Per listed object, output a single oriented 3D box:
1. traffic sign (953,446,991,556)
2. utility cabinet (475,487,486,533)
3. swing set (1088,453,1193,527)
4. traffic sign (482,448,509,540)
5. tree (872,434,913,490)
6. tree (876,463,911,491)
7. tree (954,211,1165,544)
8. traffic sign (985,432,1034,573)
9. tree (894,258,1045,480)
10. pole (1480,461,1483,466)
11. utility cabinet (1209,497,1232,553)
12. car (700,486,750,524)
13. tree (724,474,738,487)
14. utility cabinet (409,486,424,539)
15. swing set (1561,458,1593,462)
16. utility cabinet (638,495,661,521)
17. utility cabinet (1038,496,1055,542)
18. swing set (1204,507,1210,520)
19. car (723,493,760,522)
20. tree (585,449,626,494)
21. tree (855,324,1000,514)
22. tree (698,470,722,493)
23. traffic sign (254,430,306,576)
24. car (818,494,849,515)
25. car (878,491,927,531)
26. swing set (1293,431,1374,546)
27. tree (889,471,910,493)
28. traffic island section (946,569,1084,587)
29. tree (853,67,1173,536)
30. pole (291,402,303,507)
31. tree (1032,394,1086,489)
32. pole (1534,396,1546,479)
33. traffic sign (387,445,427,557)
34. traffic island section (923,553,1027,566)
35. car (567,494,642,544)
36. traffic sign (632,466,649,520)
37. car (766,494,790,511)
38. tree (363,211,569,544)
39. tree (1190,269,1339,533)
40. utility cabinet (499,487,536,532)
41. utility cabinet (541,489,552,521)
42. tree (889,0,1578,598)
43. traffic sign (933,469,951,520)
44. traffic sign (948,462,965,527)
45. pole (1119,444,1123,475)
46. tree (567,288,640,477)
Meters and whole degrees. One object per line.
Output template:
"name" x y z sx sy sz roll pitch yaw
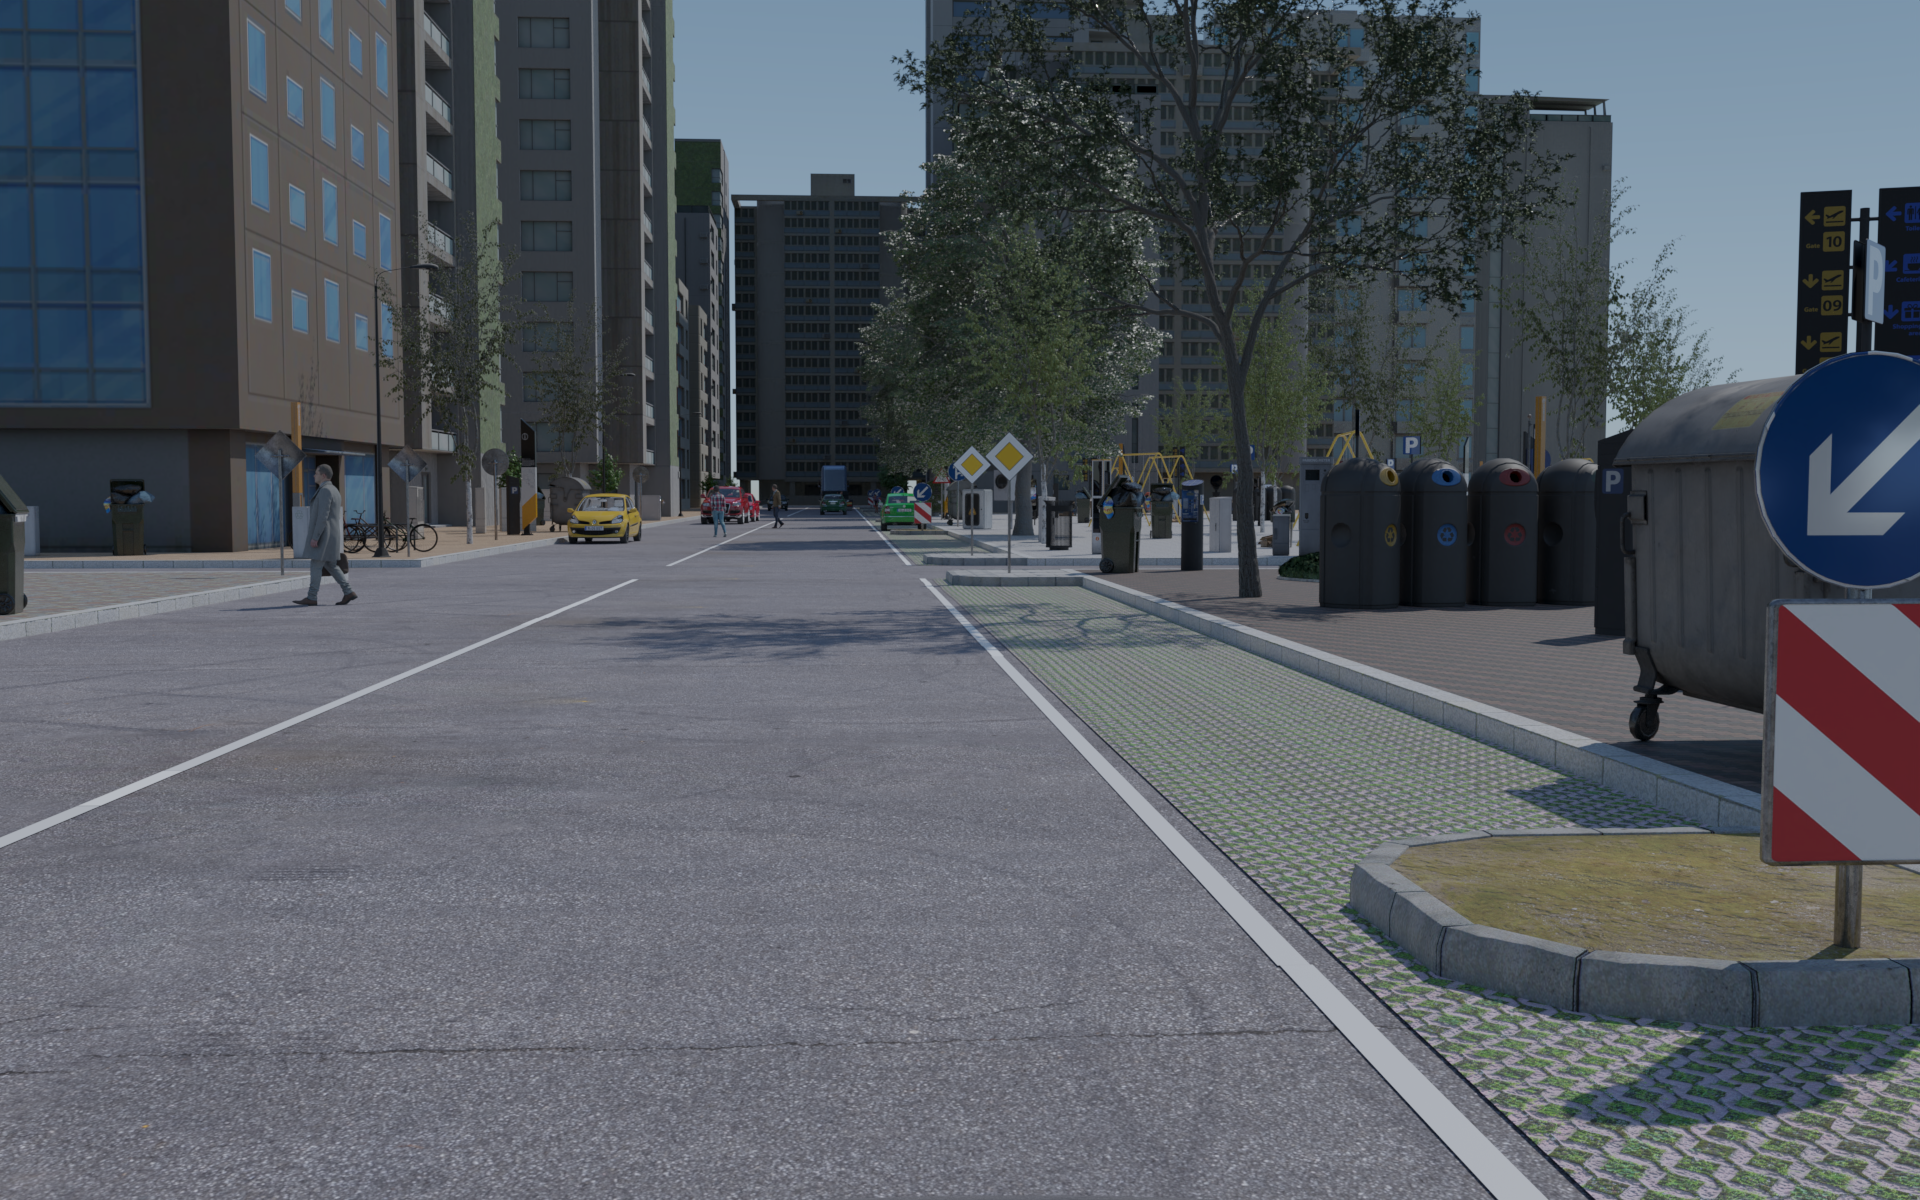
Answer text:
"traffic sign" 0.247 -1.977 35.964 0.795 2.450 0.064 0 4 -4
"utility cabinet" -15.665 -2.929 56.571 0.318 1.500 1.173 -1 4 -13
"swing set" 6.948 -4.229 66.763 2.862 2.851 3.119 -2 4 -26
"traffic sign" -12.920 -2.939 48.158 0.768 2.556 0.104 0 4 1
"tree" -5.615 -12.356 152.384 4.737 8.622 4.395 0 3 0
"tree" -6.082 -10.739 159.302 4.285 4.588 4.351 0 3 0
"tree" 2.079 -5.740 44.208 4.737 8.622 4.395 0 3 0
"traffic sign" 0.795 -1.490 27.998 0.795 2.450 0.064 0 4 -4
"tree" 0.661 -9.768 77.832 7.486 12.596 7.792 0 3 0
"pole" 32.374 -6.962 107.671 0.158 3.312 0.155 0 3 0
"utility cabinet" 5.770 -1.668 38.430 0.306 1.237 1.020 0 4 -4
"car" -11.307 -4.582 83.596 2.281 1.827 5.304 0 4 -2
"tree" -21.728 -10.306 163.111 1.663 3.219 1.824 0 3 0
"utility cabinet" -15.391 -2.465 48.975 0.318 1.500 1.173 -1 4 -9
"swing set" 27.408 -4.871 77.259 2.862 2.851 3.119 0 4 -3
"utility cabinet" -14.975 -4.429 83.574 1.020 1.237 0.306 0 4 -3
"utility cabinet" 2.330 -2.151 46.323 0.306 1.237 1.020 1 4 13
"swing set" 8.528 -4.516 71.455 2.862 2.851 3.119 -1 4 -19
"car" -11.449 -4.964 90.199 2.155 1.783 4.494 0 4 -2
"tree" -15.076 -4.822 73.445 1.663 3.219 1.824 0 3 0
"tree" -1.649 -12.348 112.254 12.009 13.543 11.850 0 3 0
"tree" -19.604 -8.577 134.839 1.663 3.219 1.824 0 3 0
"traffic sign" -10.674 -1.443 27.233 0.795 2.450 0.064 0 4 -4
"car" -8.757 -6.619 120.024 2.131 1.459 4.920 0 4 -3
"car" -2.256 -3.646 68.405 1.959 1.807 4.718 0 4 -3
"swing set" 9.815 -2.824 43.791 2.862 2.851 3.119 0 4 5
"tree" -4.987 -9.298 146.624 1.663 3.219 1.824 0 3 0
"traffic island section" 0.818 -0.354 28.077 2.009 0.180 2.903 0 4 -4
"tree" 2.061 -8.973 53.364 9.857 13.997 8.962 0 3 0
"pole" -14.758 -2.735 38.566 0.158 3.312 0.155 0 3 0
"tree" 4.489 -8.568 90.448 4.360 8.622 3.978 0 3 0
"pole" 12.118 -2.592 36.223 0.158 3.312 0.155 0 3 0
"traffic sign" -11.221 -1.930 35.200 0.795 2.450 0.064 0 4 -4
"traffic island section" 0.270 -0.842 36.043 2.009 0.180 2.903 0 4 -4
"car" -10.495 -2.508 51.235 2.015 1.641 3.980 0 4 -2
"traffic sign" -14.612 -4.843 79.282 0.768 2.556 0.104 0 4 -1
"car" -15.581 -8.457 148.050 2.009 1.686 4.222 0 4 -6
"tree" -12.824 -5.740 44.206 4.360 8.622 3.978 0 3 0
"tree" 10.325 -6.552 57.483 4.737 8.622 4.395 0 3 0
"utility cabinet" -14.950 -3.049 58.537 1.173 1.500 0.318 -2 4 -30
"utility cabinet" -19.346 -4.399 80.604 1.173 1.500 0.318 -1 4 -16
"tree" 3.565 -5.333 21.607 8.767 10.594 7.601 -1 4 -13
"traffic sign" -0.899 -5.188 84.829 0.884 2.594 0.081 0 4 1
"traffic sign" -0.082 -4.146 67.895 0.768 2.556 0.104 0 4 5
"pole" 6.486 -4.654 69.933 0.158 3.312 0.155 0 3 0
"tree" -14.048 -6.886 62.945 4.360 8.622 3.978 0 3 0
